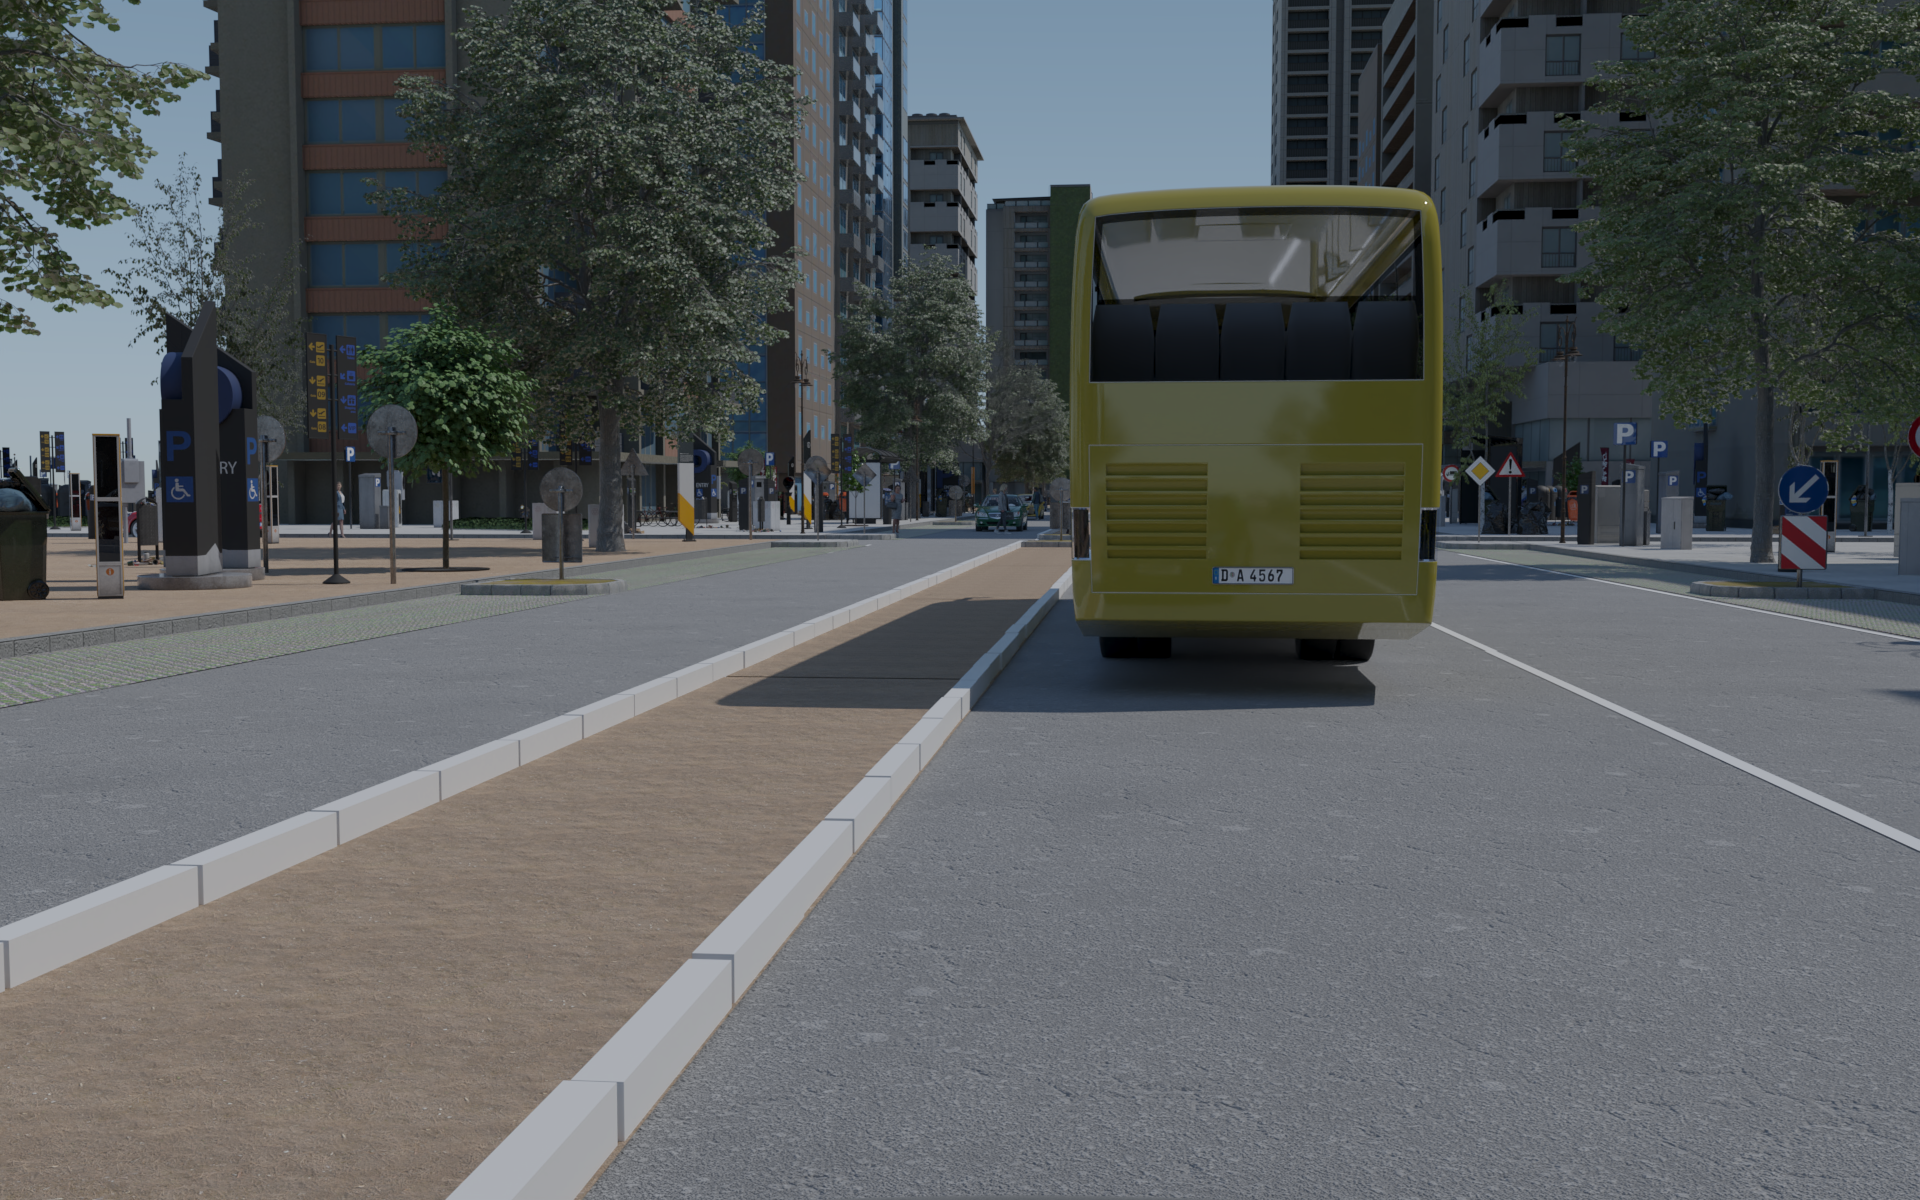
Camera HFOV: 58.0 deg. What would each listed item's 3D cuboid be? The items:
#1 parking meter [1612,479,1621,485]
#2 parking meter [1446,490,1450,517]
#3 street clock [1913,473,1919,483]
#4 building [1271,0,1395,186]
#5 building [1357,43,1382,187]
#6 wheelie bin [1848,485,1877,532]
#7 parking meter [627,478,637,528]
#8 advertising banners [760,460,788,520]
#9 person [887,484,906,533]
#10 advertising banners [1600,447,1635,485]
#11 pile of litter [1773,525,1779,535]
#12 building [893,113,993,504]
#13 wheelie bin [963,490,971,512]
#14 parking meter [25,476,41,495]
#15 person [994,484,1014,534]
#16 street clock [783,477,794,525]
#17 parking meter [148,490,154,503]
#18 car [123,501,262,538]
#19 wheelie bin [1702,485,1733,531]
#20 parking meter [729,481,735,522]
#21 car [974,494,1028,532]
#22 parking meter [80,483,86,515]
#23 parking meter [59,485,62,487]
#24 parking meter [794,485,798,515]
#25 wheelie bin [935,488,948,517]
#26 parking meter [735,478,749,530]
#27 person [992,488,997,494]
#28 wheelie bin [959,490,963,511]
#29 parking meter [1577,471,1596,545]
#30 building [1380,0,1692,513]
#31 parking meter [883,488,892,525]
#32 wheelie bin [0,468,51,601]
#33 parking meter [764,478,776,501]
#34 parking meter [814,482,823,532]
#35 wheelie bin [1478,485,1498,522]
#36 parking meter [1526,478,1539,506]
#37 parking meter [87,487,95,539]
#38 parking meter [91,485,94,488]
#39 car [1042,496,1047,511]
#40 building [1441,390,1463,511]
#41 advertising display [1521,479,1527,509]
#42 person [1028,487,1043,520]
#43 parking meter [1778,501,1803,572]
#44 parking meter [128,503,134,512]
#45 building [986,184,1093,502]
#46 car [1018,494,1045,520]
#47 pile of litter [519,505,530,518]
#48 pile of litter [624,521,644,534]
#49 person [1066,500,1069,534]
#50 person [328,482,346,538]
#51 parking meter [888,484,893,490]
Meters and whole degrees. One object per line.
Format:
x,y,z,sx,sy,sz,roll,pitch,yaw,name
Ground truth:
26.305,-3.896,69.403,0.255,1.863,0.399,-1,4,-10,parking meter
27.127,-5.352,95.912,0.372,1.533,0.369,0,3,0,parking meter
32.103,-3.258,57.832,0.471,2.002,0.358,3,5,43,street clock
52.209,-48.425,230.001,20.611,71.187,20.563,0,4,6,building
46.612,-31.759,169.366,14.600,45.320,14.200,0,4,6,building
30.796,-3.129,59.071,0.980,1.594,0.693,-3,4,-39,wheelie bin
-11.632,-3.405,61.380,0.255,1.863,0.399,-2,4,-24,parking meter
-9.386,-5.520,86.435,0.090,3.025,2.074,-3,5,-43,advertising banners
-2.329,-3.314,63.045,0.716,1.782,0.532,-2,4,-30,person
24.702,-4.219,65.164,2.074,3.025,0.090,-2,4,-33,advertising banners
26.305,-2.527,55.276,1.719,0.858,1.176,-3,5,-40,pile of litter
-9.503,-39.814,240.202,27.495,52.752,28.713,0,4,6,building
0.319,-7.007,122.479,0.980,1.594,0.693,-1,4,-11,wheelie bin
-13.475,-1.017,25.038,0.372,1.533,0.369,0,3,0,parking meter
1.565,-3.249,61.804,0.728,1.800,0.709,2,4,28,person
-7.155,-4.141,72.268,0.471,2.002,0.358,0,4,-4,street clock
-52.295,-6.335,111.983,0.372,1.533,0.369,0,3,0,parking meter
-23.610,-2.722,53.543,4.494,1.783,2.155,0,4,6,car
26.082,-3.165,59.663,0.980,1.594,0.693,2,4,26,wheelie bin
-10.356,-4.490,79.119,0.255,1.863,0.399,-2,4,-34,parking meter
1.645,-3.420,67.721,2.131,1.459,4.920,0,4,6,car
-45.553,-5.140,89.752,0.255,1.863,0.399,1,4,18,parking meter
-55.662,-6.222,107.438,0.399,1.863,0.255,-2,4,-33,parking meter
-10.261,-6.253,107.948,0.255,1.863,0.399,-1,4,-9,parking meter
-1.029,-5.416,96.458,0.693,1.594,0.980,-1,4,-11,wheelie bin
-7.636,-3.397,61.258,0.399,1.863,0.255,1,4,11,parking meter
1.904,-5.246,94.945,0.731,1.740,0.598,3,4,37,person
-0.471,-5.678,100.750,0.980,1.594,0.693,0,4,-3,wheelie bin
15.841,-2.331,43.830,0.255,1.863,0.399,-3,5,-41,parking meter
48.860,-32.255,151.067,21.300,48.544,21.600,0,4,6,building
-3.058,-3.936,72.766,0.372,1.533,0.369,0,3,0,parking meter
-11.445,-0.801,21.013,0.693,1.594,0.980,-2,4,-35,wheelie bin
-7.116,-3.615,64.816,0.399,1.863,0.255,-3,5,-40,parking meter
-4.744,-3.203,58.075,0.255,1.863,0.399,-1,4,-17,parking meter
18.472,-3.224,60.619,0.693,1.594,0.980,1,4,12,wheelie bin
20.650,-3.473,62.491,0.399,1.863,0.255,1,4,12,parking meter
-24.638,-2.502,49.315,0.372,1.533,0.369,0,3,0,parking meter
-55.942,-6.485,111.739,0.399,1.863,0.255,3,5,41,parking meter
6.179,-7.923,142.124,1.945,1.354,3.894,0,4,7,car
43.517,-22.143,133.743,14.160,30.474,14.107,0,4,6,building
24.120,-4.222,74.241,0.123,1.923,0.974,-1,4,-22,advertising display
4.115,-5.250,94.324,0.794,1.824,0.713,-2,4,-24,person
13.669,-1.227,28.474,0.372,1.533,0.369,0,3,0,parking meter
-58.519,-6.960,122.203,0.372,1.533,0.369,0,3,0,parking meter
10.662,-33.502,231.344,14.086,41.232,14.154,0,4,6,building
3.832,-5.385,98.260,2.015,1.641,3.980,0,4,7,car
-17.172,-3.379,69.208,1.176,0.858,1.719,-1,4,-11,pile of litter
-10.935,-2.588,56.281,1.176,0.858,1.719,-2,4,-30,pile of litter
3.942,-3.182,60.436,0.656,1.842,0.836,-2,4,-27,person
-19.893,-2.864,55.351,0.654,1.822,0.581,2,4,25,person
-4.169,-6.069,104.935,0.399,1.863,0.255,3,5,45,parking meter
